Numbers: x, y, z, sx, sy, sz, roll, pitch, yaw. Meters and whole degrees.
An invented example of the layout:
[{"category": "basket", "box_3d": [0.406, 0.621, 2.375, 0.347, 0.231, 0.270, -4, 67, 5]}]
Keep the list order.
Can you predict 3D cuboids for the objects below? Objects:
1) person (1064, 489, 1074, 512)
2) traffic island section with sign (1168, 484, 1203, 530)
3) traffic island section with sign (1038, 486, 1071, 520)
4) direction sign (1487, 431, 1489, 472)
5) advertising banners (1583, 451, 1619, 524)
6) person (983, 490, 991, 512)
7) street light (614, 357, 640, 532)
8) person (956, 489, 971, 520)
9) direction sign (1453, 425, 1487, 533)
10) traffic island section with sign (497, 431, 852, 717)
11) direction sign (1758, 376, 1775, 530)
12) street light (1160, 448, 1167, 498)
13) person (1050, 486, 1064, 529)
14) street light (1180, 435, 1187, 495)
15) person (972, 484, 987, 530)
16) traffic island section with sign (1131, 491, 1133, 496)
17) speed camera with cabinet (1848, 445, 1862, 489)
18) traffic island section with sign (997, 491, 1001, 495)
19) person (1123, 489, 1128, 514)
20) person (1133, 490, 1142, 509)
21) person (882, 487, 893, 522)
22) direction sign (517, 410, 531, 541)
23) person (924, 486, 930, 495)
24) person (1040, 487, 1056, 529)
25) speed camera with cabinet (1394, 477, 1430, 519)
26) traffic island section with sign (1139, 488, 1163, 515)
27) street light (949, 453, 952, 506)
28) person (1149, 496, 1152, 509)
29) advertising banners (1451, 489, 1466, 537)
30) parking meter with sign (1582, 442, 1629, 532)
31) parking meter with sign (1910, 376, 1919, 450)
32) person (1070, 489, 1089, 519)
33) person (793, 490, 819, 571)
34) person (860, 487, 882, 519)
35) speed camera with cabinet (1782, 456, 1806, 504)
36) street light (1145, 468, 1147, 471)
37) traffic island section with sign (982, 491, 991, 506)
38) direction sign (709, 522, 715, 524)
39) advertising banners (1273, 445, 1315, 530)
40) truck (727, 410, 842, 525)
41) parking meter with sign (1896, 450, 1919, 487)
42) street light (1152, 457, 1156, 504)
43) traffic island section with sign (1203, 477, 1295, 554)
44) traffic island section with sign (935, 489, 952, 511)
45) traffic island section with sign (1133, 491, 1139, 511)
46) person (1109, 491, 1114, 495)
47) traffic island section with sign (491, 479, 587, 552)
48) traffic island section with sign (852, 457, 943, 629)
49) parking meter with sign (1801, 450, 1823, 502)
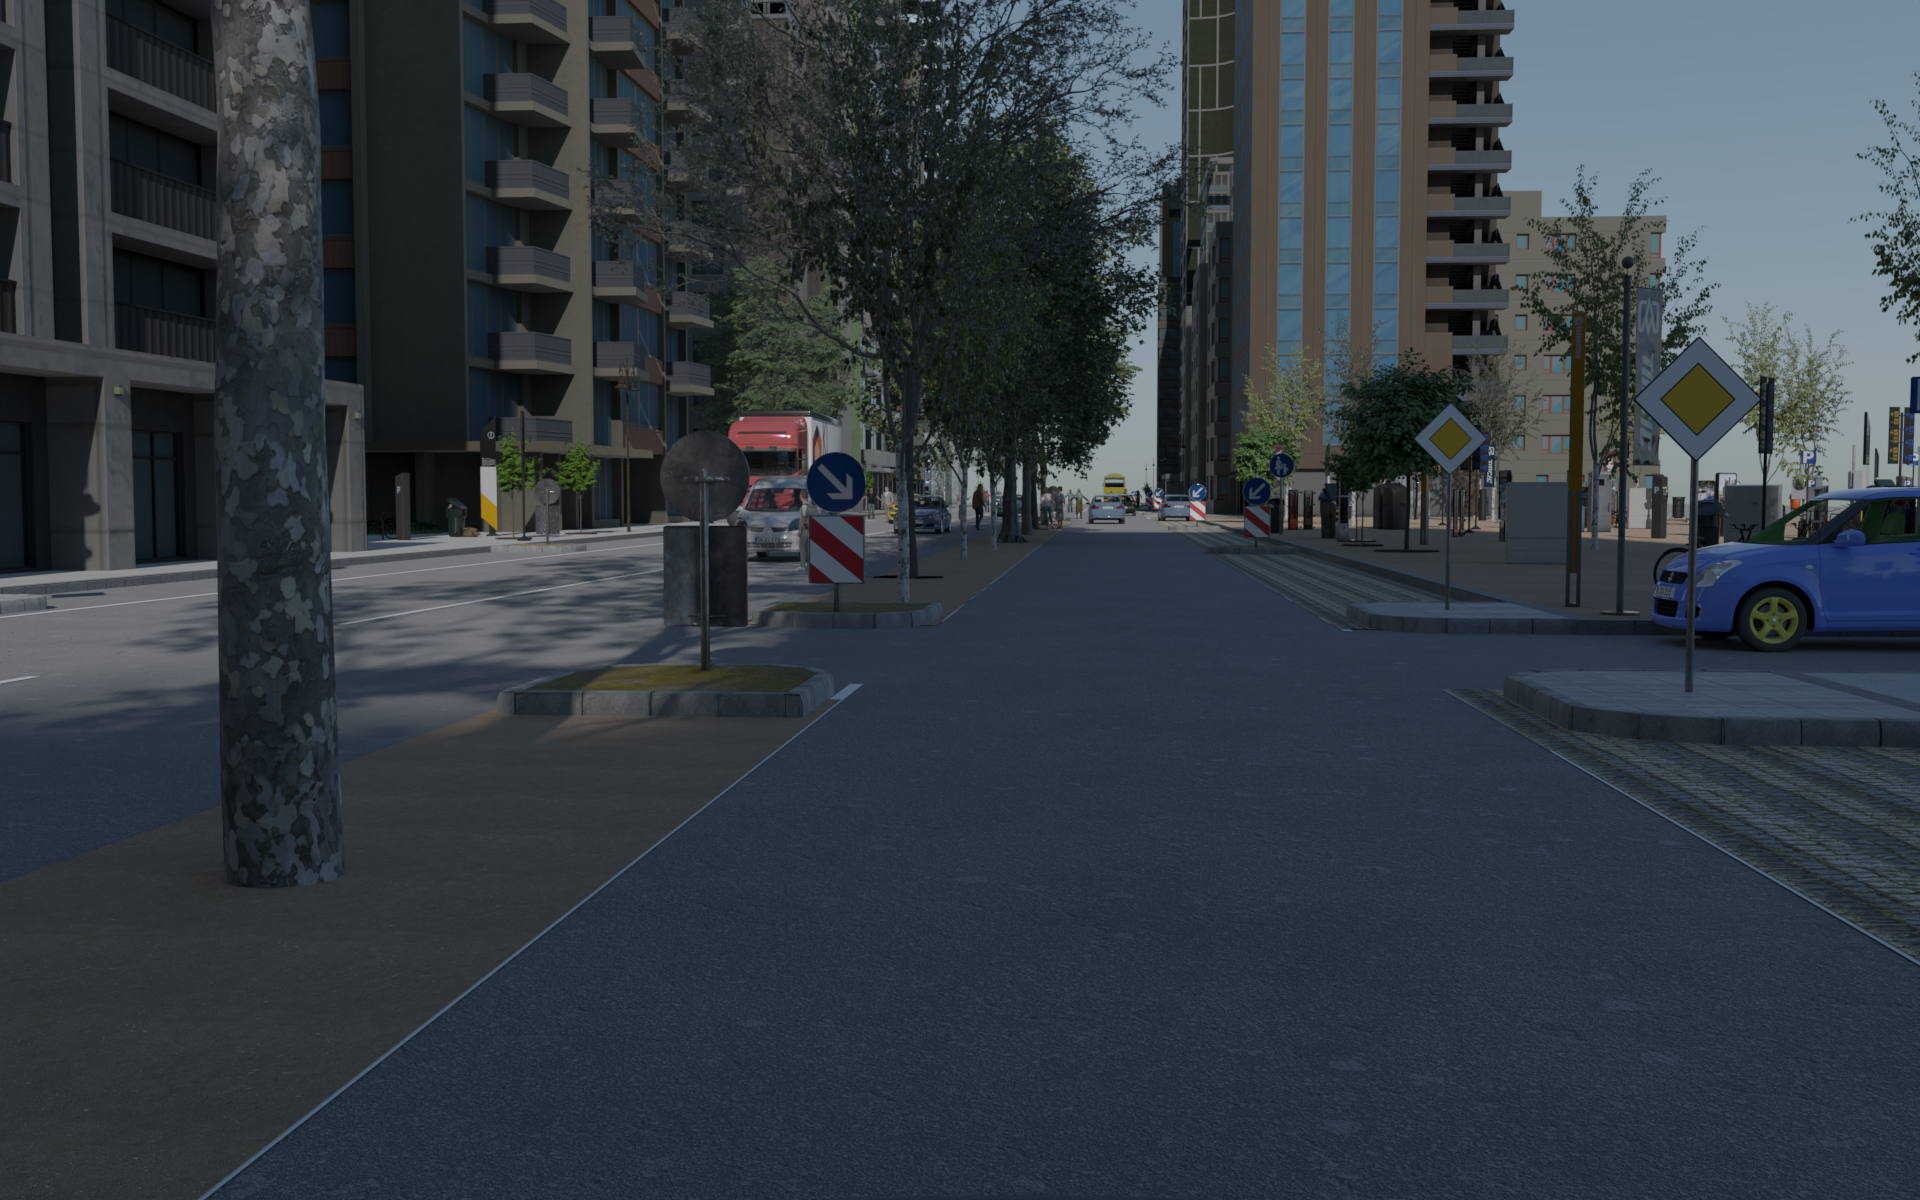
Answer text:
[{"category": "person", "box_3d": [8.608, -7.740, 135.127, 1.350, 1.814, 0.705, 0, 4, -1]}, {"category": "traffic island section with sign", "box_3d": [9.290, -3.682, 68.826, 1.989, 1.847, 2.006, 0, 4, 5]}, {"category": "traffic island section with sign", "box_3d": [5.030, -5.269, 94.290, 2.006, 1.907, 1.989, 0, 4, 5]}, {"category": "direction sign", "box_3d": [18.736, -4.331, 62.809, 0.876, 3.537, 0.379, 3, 5, 40]}, {"category": "advertising banners", "box_3d": [25.767, -4.550, 70.581, 2.074, 3.025, 0.090, -1, 4, -9]}, {"category": "person", "box_3d": [2.204, -7.859, 137.709, 1.217, 1.743, 0.721, -2, 4, -24]}, {"category": "street light", "box_3d": [-11.204, -5.238, 58.426, 0.468, 5.910, 1.993, 0, 4, 5]}, {"category": "person", "box_3d": [0.228, -5.345, 96.427, 0.617, 1.759, 0.750, 3, 5, 39]}, {"category": "direction sign", "box_3d": [16.727, -3.964, 56.813, 0.379, 3.537, 0.876, -2, 4, -27]}, {"category": "traffic island section with sign", "box_3d": [-1.916, -0.238, 12.035, 2.006, 1.907, 1.989, 0, 4, 5]}, {"category": "direction sign", "box_3d": [15.595, -2.542, 33.552, 0.379, 3.537, 0.876, 3, 5, 40]}, {"category": "street light", "box_3d": [20.756, -12.576, 178.408, 0.468, 5.910, 1.993, 0, 4, 5]}, {"category": "person", "box_3d": [3.965, -3.750, 70.376, 0.524, 1.755, 0.480, -2, 4, -33]}, {"category": "street light", "box_3d": [17.037, -9.762, 132.390, 0.468, 5.910, 1.993, 0, 4, 5]}, {"category": "person", "box_3d": [0.759, -3.675, 68.493, 0.656, 1.842, 0.836, 1, 4, 14]}, {"category": "traffic island section with sign", "box_3d": [20.399, -11.730, 200.410, 1.989, 1.847, 2.006, 0, 4, 5]}, {"category": "speed camera with cabinet", "box_3d": [35.811, -4.543, 68.610, 0.660, 3.252, 2.038, 1, 4, 10]}, {"category": "traffic island section with sign", "box_3d": [5.223, -13.510, 229.518, 1.989, 1.847, 2.006, 0, 4, 5]}, {"category": "person", "box_3d": [11.774, -6.982, 122.670, 0.705, 1.822, 1.348, 2, 4, 35]}, {"category": "person", "box_3d": [17.428, -9.870, 169.888, 1.348, 1.823, 0.705, -3, 5, -40]}, {"category": "person", "box_3d": [-3.642, -4.815, 87.348, 0.709, 1.813, 0.853, 1, 4, 17]}, {"category": "direction sign", "box_3d": [-11.944, -3.387, 47.369, 0.379, 3.537, 0.876, -1, 4, -9]}, {"category": "person", "box_3d": [-1.880, -5.414, 96.649, 0.705, 1.869, 1.348, 2, 4, 27]}, {"category": "person", "box_3d": [3.719, -3.817, 71.585, 0.731, 1.740, 0.598, -1, 4, -19]}, {"category": "speed camera with cabinet", "box_3d": [23.382, -5.826, 89.586, 0.660, 3.252, 2.038, -2, 4, -30]}, {"category": "traffic island section with sign", "box_3d": [13.510, -6.746, 118.923, 1.989, 1.847, 2.006, 0, 4, 5]}, {"category": "street light", "box_3d": [-0.910, -12.704, 180.500, 0.468, 5.910, 1.993, 0, 4, 5]}, {"category": "person", "box_3d": [16.789, -8.817, 153.603, 0.436, 1.711, 0.756, 0, 4, 8]}, {"category": "advertising banners", "box_3d": [14.767, -3.385, 51.528, 0.090, 3.025, 2.074, 2, 4, 30]}, {"category": "parking meter with sign", "box_3d": [21.434, -3.780, 58.060, 1.738, 3.016, 0.543, 0, 4, 1]}, {"category": "parking meter with sign", "box_3d": [14.015, -1.753, 24.916, 0.543, 3.016, 1.738, 2, 4, 24]}, {"category": "person", "box_3d": [6.900, -5.551, 99.987, 1.217, 1.736, 0.721, -1, 4, -12]}, {"category": "person", "box_3d": [-2.890, -1.297, 32.298, 0.523, 1.515, 0.503, -1, 4, -14]}, {"category": "person", "box_3d": [-5.062, -5.530, 98.929, 1.348, 1.822, 0.705, -1, 4, -13]}, {"category": "speed camera with cabinet", "box_3d": [38.044, -5.240, 80.006, 2.038, 3.252, 0.660, 2, 4, 29]}, {"category": "street light", "box_3d": [27.141, -17.113, 252.580, 0.468, 5.910, 1.993, 0, 4, 5]}, {"category": "traffic island section with sign", "box_3d": [2.904, -11.830, 202.041, 1.989, 1.847, 2.006, 0, 4, 5]}, {"category": "direction sign", "box_3d": [-10.807, -5.073, 74.945, 0.379, 3.537, 0.876, 2, 4, 29]}, {"category": "advertising banners", "box_3d": [11.910, -4.010, 61.758, 2.074, 3.025, 0.090, -2, 4, -34]}, {"category": "truck", "box_3d": [-6.034, -4.361, 60.218, 2.839, 4.237, 11.283, 0, 4, 4]}, {"category": "parking meter with sign", "box_3d": [39.975, -4.713, 73.313, 0.543, 3.016, 1.738, 0, 4, 6]}, {"category": "street light", "box_3d": [24.070, -14.844, 215.484, 0.468, 5.910, 1.993, 0, 4, 5]}, {"category": "traffic island section with sign", "box_3d": [7.013, -2.036, 41.923, 1.989, 1.847, 2.006, 0, 4, 5]}, {"category": "traffic island section with sign", "box_3d": [-1.738, -8.479, 147.266, 1.989, 1.847, 2.006, 0, 4, 5]}, {"category": "traffic island section with sign", "box_3d": [15.780, -8.389, 145.782, 1.989, 1.847, 2.006, 0, 4, 5]}, {"category": "person", "box_3d": [14.212, -9.348, 162.283, 0.756, 1.711, 0.436, 2, 4, 32]}, {"category": "traffic island section with sign", "box_3d": [-10.487, -2.130, 43.452, 1.989, 1.847, 2.006, 0, 4, 5]}, {"category": "traffic island section with sign", "box_3d": [-1.283, -0.690, 19.416, 2.006, 1.907, 1.989, 0, 4, 5]}, {"category": "parking meter with sign", "box_3d": [34.254, -4.472, 69.381, 0.543, 3.016, 1.738, 3, 5, 45]}]
